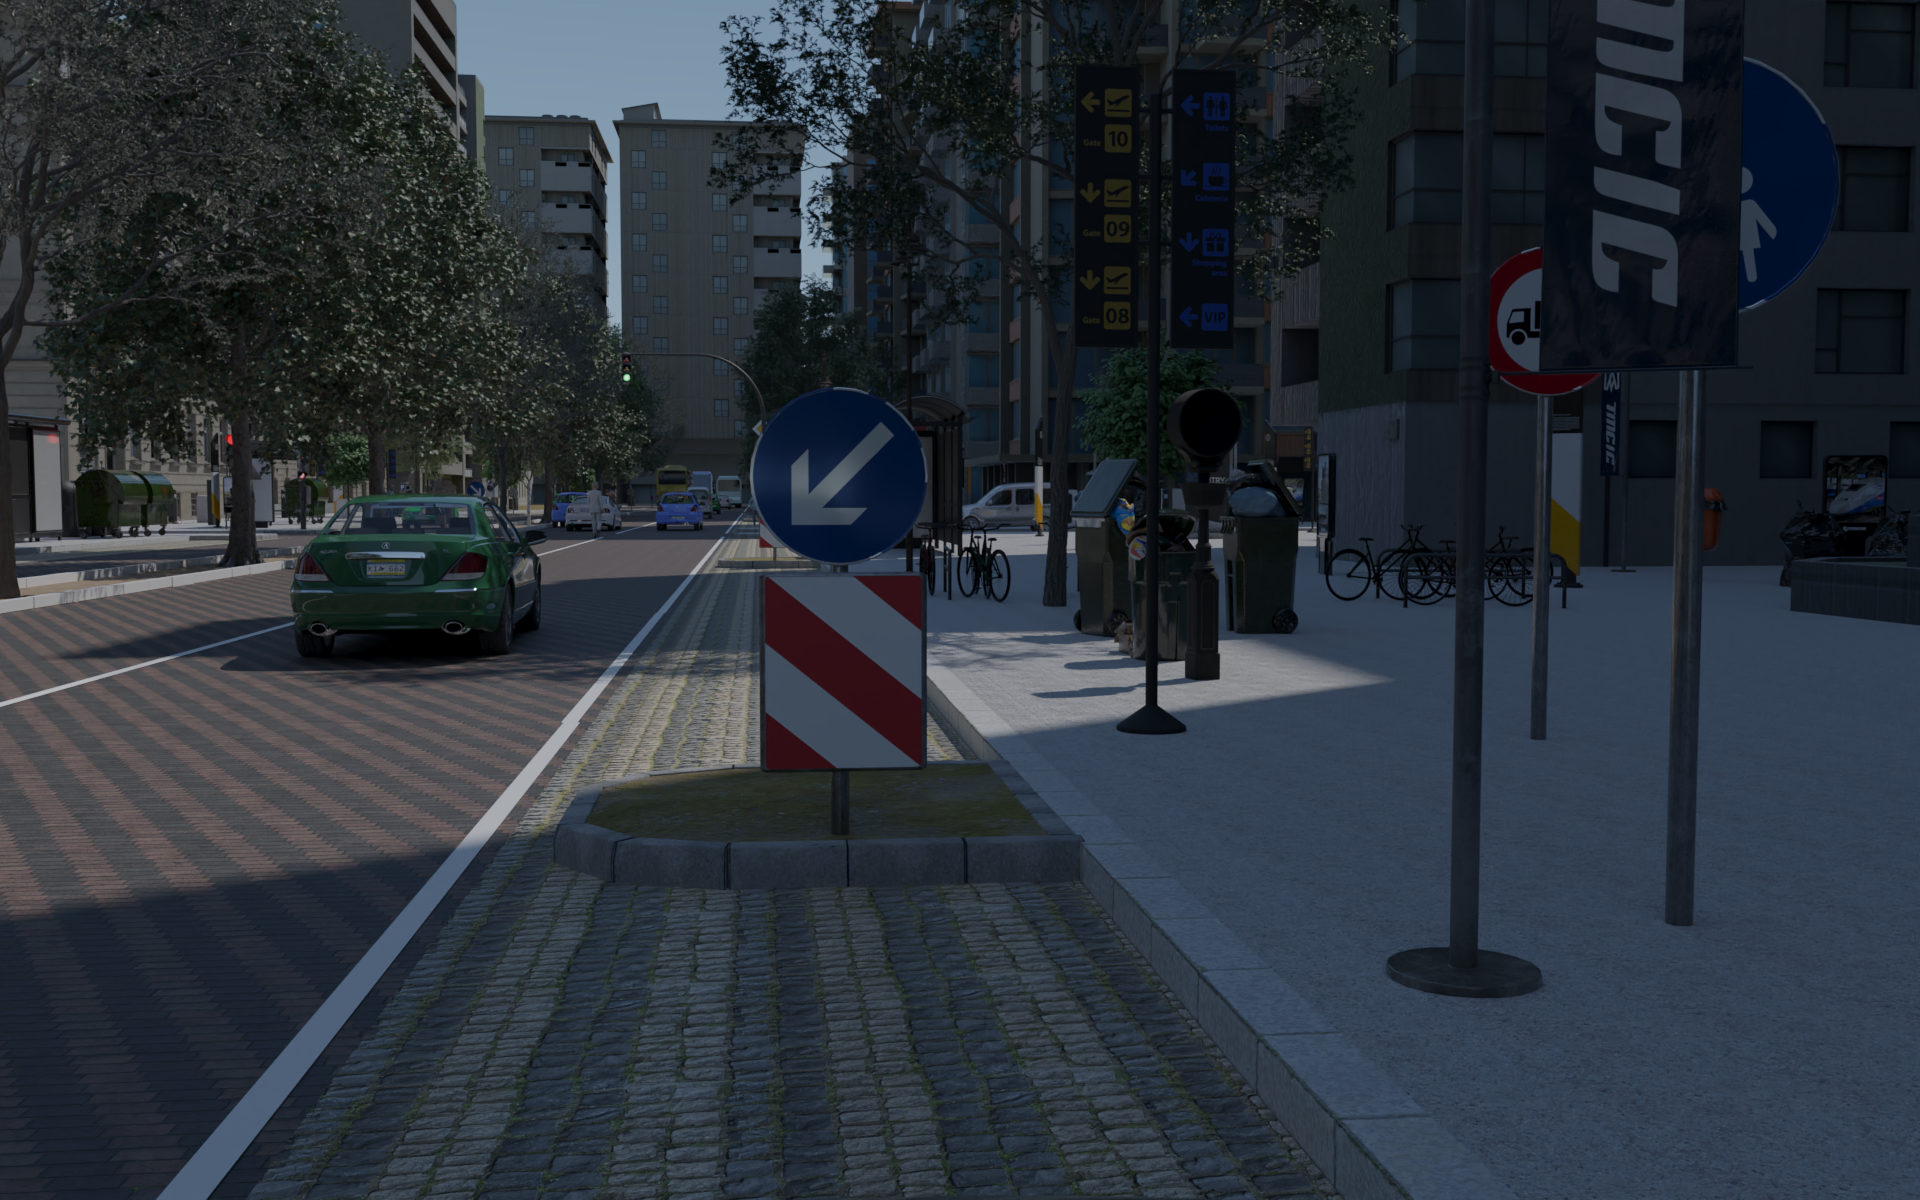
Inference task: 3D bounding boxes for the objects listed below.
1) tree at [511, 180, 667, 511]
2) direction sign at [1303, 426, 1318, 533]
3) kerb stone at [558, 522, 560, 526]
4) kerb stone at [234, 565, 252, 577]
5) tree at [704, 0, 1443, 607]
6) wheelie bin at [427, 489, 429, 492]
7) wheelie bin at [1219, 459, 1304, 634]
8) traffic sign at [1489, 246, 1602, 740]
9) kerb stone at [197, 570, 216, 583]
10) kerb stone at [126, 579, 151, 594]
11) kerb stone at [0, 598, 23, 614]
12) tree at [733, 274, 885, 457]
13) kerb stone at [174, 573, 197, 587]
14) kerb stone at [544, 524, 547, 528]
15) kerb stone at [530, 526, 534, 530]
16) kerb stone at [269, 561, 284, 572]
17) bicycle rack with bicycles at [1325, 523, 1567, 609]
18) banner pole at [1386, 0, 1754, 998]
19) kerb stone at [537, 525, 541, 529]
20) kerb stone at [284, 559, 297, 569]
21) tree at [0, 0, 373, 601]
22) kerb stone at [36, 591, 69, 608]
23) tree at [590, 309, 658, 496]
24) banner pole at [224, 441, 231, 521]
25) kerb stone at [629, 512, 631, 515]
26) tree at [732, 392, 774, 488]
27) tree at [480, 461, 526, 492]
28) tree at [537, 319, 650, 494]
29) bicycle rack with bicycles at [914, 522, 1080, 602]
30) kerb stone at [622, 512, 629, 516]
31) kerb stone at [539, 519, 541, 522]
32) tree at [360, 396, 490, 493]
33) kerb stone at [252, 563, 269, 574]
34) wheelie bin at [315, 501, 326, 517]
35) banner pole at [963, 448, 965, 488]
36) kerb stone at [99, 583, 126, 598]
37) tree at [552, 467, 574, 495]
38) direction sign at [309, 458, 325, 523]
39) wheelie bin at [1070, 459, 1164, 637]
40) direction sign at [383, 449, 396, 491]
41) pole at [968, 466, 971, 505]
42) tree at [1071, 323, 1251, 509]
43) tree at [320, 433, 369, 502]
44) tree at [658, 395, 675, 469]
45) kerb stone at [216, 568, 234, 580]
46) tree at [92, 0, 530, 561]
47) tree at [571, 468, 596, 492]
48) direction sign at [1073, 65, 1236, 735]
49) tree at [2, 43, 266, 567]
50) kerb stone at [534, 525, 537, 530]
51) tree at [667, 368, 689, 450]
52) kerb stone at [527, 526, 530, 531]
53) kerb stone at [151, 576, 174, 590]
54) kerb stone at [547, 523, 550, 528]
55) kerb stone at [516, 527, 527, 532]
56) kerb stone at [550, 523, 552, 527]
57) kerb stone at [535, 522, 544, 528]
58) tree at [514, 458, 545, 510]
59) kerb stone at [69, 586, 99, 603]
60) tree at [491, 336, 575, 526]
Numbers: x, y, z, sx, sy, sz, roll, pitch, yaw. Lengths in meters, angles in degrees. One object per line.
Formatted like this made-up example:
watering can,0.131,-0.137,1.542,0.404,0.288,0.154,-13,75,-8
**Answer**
tree,-17.897,-9.461,67.511,12.009,13.543,11.850,0,3,0
direction sign,11.716,-4.005,57.473,0.379,3.537,0.876,-2,4,-33
kerb stone,-18.124,-3.390,77.629,0.120,0.150,1.000,0,4,-7
kerb stone,-12.631,-0.495,30.286,0.120,0.150,1.000,0,4,-7
tree,1.013,-5.185,19.188,8.767,10.594,7.601,1,4,8
wheelie bin,-34.838,-6.515,114.424,0.980,1.594,0.693,-1,4,-8
wheelie bin,2.777,-0.499,16.068,0.693,1.594,0.980,0,4,-5
traffic sign,3.029,-0.544,8.993,0.768,2.556,0.104,0,3,0
kerb stone,-12.393,-0.370,28.246,0.120,0.150,1.000,0,4,-7
kerb stone,-12.036,-0.183,25.187,0.120,0.150,1.000,0,4,-7
kerb stone,-11.567,0.072,21.110,0.120,0.150,1.000,0,4,-7
tree,-8.298,-11.834,100.133,9.857,13.997,8.962,0,3,0
kerb stone,-12.268,-0.308,27.226,0.120,0.150,1.000,0,4,-7
kerb stone,-17.532,-3.079,72.542,0.120,0.150,1.000,0,4,-7
kerb stone,-17.068,-2.830,68.465,0.120,0.150,1.000,0,4,-7
kerb stone,-12.867,-0.620,32.324,0.120,0.150,1.000,0,4,-7
bicycle rack with bicycles,5.808,-0.434,20.483,2.925,0.926,2.852,0,4,5
banner pole,1.546,-0.879,4.389,0.863,3.779,0.401,2,4,25
kerb stone,-17.296,-2.950,70.500,0.120,0.150,1.000,0,4,-7
kerb stone,-12.985,-0.682,33.340,0.120,0.150,1.000,0,4,-7
tree,-12.974,-6.744,23.086,12.009,13.543,11.850,0,3,0
kerb stone,-11.681,0.009,22.133,0.120,0.150,1.000,0,4,-7
tree,-19.975,-10.055,83.857,9.611,12.733,9.660,0,3,0
banner pole,-34.773,-5.656,82.489,0.401,3.779,0.863,0,4,7
kerb stone,-22.983,-5.945,119.409,0.120,0.150,1.000,0,4,-7
tree,-20.906,-17.620,205.099,9.611,12.733,9.660,0,3,0
tree,-33.944,-8.849,128.397,4.285,4.588,4.351,0,3,0
tree,-21.997,-10.595,101.447,9.928,11.665,9.643,0,3,0
bicycle rack with bicycles,0.595,-0.507,21.675,2.852,0.926,2.925,0,4,-1
kerb stone,-22.867,-5.883,118.383,0.120,0.150,1.000,0,4,-7
kerb stone,-21.399,-3.998,87.584,0.120,0.150,1.000,0,4,-7
tree,-31.393,-11.108,99.749,7.486,12.596,7.792,0,3,0
kerb stone,-12.744,-0.557,31.310,0.120,0.150,1.000,0,4,-7
wheelie bin,-35.832,-5.438,96.827,0.980,1.594,0.693,-3,5,-42
banner pole,-0.048,-5.649,82.372,0.401,3.779,0.863,3,5,40
kerb stone,-11.918,-0.120,24.163,0.120,0.150,1.000,0,4,-7
tree,-36.758,-12.671,157.537,4.737,8.622,4.395,0,3,0
direction sign,-28.317,-5.155,76.289,0.876,3.537,0.379,2,4,25
wheelie bin,1.435,-0.483,15.812,0.693,1.594,0.980,-2,4,-26
direction sign,-28.950,-5.842,87.513,0.876,3.537,0.379,-1,4,-22
pole,0.577,-7.017,108.567,0.158,3.312,0.155,0,3,0
tree,3.853,-3.032,33.294,4.285,4.588,4.351,0,3,0
tree,-28.811,-5.963,81.209,4.285,4.588,4.351,0,3,0
tree,-23.280,-11.726,111.183,9.611,12.733,9.660,0,3,0
kerb stone,-12.516,-0.432,29.262,0.120,0.150,1.000,0,4,-7
tree,-14.906,-7.617,43.998,9.611,12.733,9.660,0,3,0
tree,-39.675,-12.153,182.411,4.285,4.588,4.351,0,3,0
direction sign,1.040,-1.059,9.305,0.876,3.537,0.379,-1,4,-9
tree,-14.158,-7.001,33.936,9.611,12.733,9.660,0,3,0
kerb stone,-17.188,-2.892,69.483,0.120,0.150,1.000,0,4,-7
tree,-24.351,-12.855,123.013,12.009,13.543,11.850,0,3,0
kerb stone,-16.953,-2.768,67.445,0.120,0.150,1.000,0,4,-7
kerb stone,-12.163,-0.244,26.210,0.120,0.150,1.000,0,4,-7
kerb stone,-17.663,-3.142,73.562,0.120,0.150,1.000,0,4,-7
kerb stone,-16.828,-2.705,66.430,0.120,0.150,1.000,0,4,-7
kerb stone,-17.769,-3.204,74.579,0.120,0.150,1.000,0,4,-7
kerb stone,-17.423,-3.015,71.521,0.120,0.150,1.000,0,4,-7
tree,-34.734,-13.373,136.775,7.486,12.596,7.792,0,3,0
kerb stone,-11.798,-0.058,23.148,0.120,0.150,1.000,0,4,-7
tree,-19.167,-7.583,76.808,4.360,8.622,3.978,0,3,0
